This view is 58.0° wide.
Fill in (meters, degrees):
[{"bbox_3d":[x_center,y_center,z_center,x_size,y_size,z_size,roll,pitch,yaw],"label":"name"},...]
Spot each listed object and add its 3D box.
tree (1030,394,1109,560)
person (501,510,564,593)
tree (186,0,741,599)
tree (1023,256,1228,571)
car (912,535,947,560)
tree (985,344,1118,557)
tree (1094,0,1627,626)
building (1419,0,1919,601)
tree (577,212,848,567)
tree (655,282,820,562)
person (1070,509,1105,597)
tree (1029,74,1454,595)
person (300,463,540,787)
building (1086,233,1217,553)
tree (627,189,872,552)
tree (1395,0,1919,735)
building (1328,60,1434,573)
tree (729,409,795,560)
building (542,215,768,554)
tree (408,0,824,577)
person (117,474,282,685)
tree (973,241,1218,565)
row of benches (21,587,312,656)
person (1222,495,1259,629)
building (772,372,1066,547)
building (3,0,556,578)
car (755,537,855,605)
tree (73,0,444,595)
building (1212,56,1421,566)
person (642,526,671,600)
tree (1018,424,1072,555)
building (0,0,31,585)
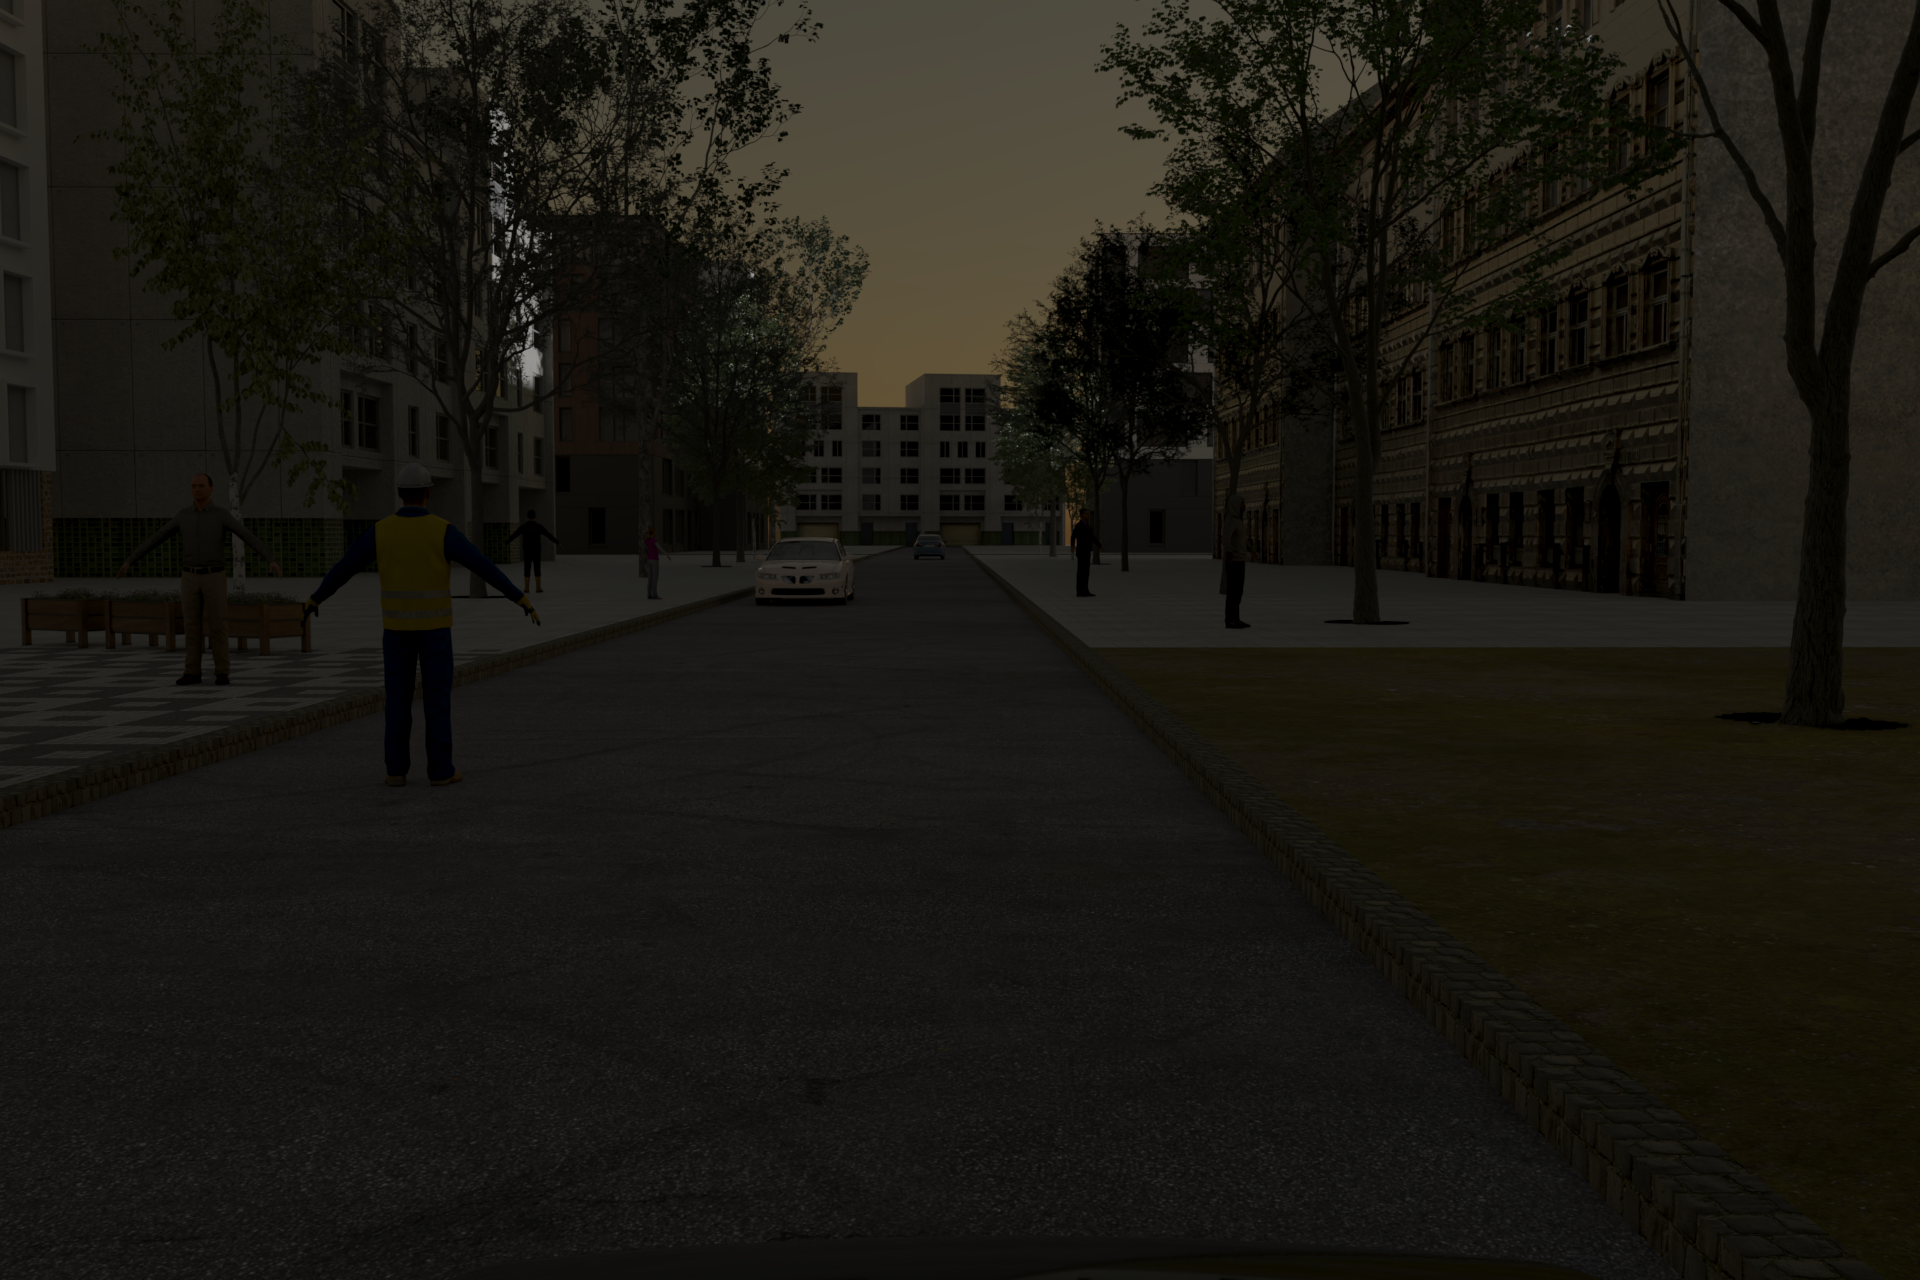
[{"bbox_3d":[5.577,-8.226,84.854,4.360,8.622,3.978,0,3,0],"label":"tree"},{"bbox_3d":[-9.356,-1.942,37.886,1.346,1.812,0.704,0,4,-7],"label":"person"},{"bbox_3d":[-9.609,-7.567,34.093,12.009,13.543,11.850,0,3,0],"label":"tree"},{"bbox_3d":[5.386,-7.623,59.048,7.601,10.594,8.767,-3,4,-36],"label":"tree"},{"bbox_3d":[-1.726,-5.268,98.138,2.014,1.417,4.499,0,4,0],"label":"car"},{"bbox_3d":[4.837,-10.936,96.933,7.486,12.596,7.792,0,3,0],"label":"tree"},{"bbox_3d":[5.763,-6.041,24.528,9.928,11.665,9.643,0,3,0],"label":"tree"},{"bbox_3d":[23.035,-12.879,41.498,19.493,23.208,18.063,0,3,0],"label":"building"},{"bbox_3d":[-9.404,-9.560,66.671,12.009,13.543,11.850,0,3,0],"label":"tree"},{"bbox_3d":[-10.388,-9.805,78.437,7.486,12.596,7.792,0,3,0],"label":"tree"},{"bbox_3d":[2.559,-1.788,35.465,0.704,1.802,1.346,2,4,32],"label":"person"},{"bbox_3d":[5.618,-6.222,36.143,8.767,10.594,7.601,0,4,2],"label":"tree"},{"bbox_3d":[-3.098,-0.090,9.902,1.349,1.833,0.705,0,4,-5],"label":"person"},{"bbox_3d":[23.492,-17.751,134.199,27.936,21.610,32.646,0,4,0],"label":"building"},{"bbox_3d":[-11.642,-14.705,96.312,12.611,20.169,13.585,0,3,0],"label":"tree"},{"bbox_3d":[5.693,-5.225,11.185,9.928,11.665,9.643,0,3,0],"label":"tree"},{"bbox_3d":[24.335,-14.022,60.183,19.493,23.208,18.063,0,4,0],"label":"building"},{"bbox_3d":[-10.263,-8.351,86.897,4.737,8.622,4.395,0,3,0],"label":"tree"},{"bbox_3d":[-30.029,-17.340,127.486,27.936,21.610,32.646,0,4,1],"label":"building"},{"bbox_3d":[-10.388,-11.852,49.666,12.611,20.169,13.585,0,3,0],"label":"tree"},{"bbox_3d":[-6.462,-0.521,14.787,1.348,1.796,0.705,0,4,-6],"label":"person"},{"bbox_3d":[5.750,-9.896,72.164,12.009,13.543,11.850,0,3,0],"label":"tree"},{"bbox_3d":[-8.840,-0.234,19.295,4.104,0.672,1.422,2,4,27],"label":"row of benches"},{"bbox_3d":[3.784,-1.068,23.596,0.705,1.813,1.348,2,4,25],"label":"person"},{"bbox_3d":[-5.161,-20.087,197.338,31.486,18.905,16.747,-1,4,-9],"label":"building"},{"bbox_3d":[-27.300,-12.198,65.903,16.747,18.905,31.486,0,4,-1],"label":"building"},{"bbox_3d":[-3.222,-1.477,36.505,2.083,1.381,4.827,0,4,0],"label":"car"},{"bbox_3d":[-9.008,-4.371,21.832,4.737,8.622,4.395,0,3,0],"label":"tree"},{"bbox_3d":[22.211,-15.154,78.701,19.493,23.208,18.063,0,4,0],"label":"building"},{"bbox_3d":[-5.965,-1.510,33.948,0.599,1.433,0.991,-3,5,-42],"label":"person"},{"bbox_3d":[4.724,-9.459,105.009,4.360,8.622,3.978,0,3,0],"label":"tree"},{"bbox_3d":[-28.789,-10.765,32.429,16.016,20.090,11.380,0,4,-1],"label":"building"}]
